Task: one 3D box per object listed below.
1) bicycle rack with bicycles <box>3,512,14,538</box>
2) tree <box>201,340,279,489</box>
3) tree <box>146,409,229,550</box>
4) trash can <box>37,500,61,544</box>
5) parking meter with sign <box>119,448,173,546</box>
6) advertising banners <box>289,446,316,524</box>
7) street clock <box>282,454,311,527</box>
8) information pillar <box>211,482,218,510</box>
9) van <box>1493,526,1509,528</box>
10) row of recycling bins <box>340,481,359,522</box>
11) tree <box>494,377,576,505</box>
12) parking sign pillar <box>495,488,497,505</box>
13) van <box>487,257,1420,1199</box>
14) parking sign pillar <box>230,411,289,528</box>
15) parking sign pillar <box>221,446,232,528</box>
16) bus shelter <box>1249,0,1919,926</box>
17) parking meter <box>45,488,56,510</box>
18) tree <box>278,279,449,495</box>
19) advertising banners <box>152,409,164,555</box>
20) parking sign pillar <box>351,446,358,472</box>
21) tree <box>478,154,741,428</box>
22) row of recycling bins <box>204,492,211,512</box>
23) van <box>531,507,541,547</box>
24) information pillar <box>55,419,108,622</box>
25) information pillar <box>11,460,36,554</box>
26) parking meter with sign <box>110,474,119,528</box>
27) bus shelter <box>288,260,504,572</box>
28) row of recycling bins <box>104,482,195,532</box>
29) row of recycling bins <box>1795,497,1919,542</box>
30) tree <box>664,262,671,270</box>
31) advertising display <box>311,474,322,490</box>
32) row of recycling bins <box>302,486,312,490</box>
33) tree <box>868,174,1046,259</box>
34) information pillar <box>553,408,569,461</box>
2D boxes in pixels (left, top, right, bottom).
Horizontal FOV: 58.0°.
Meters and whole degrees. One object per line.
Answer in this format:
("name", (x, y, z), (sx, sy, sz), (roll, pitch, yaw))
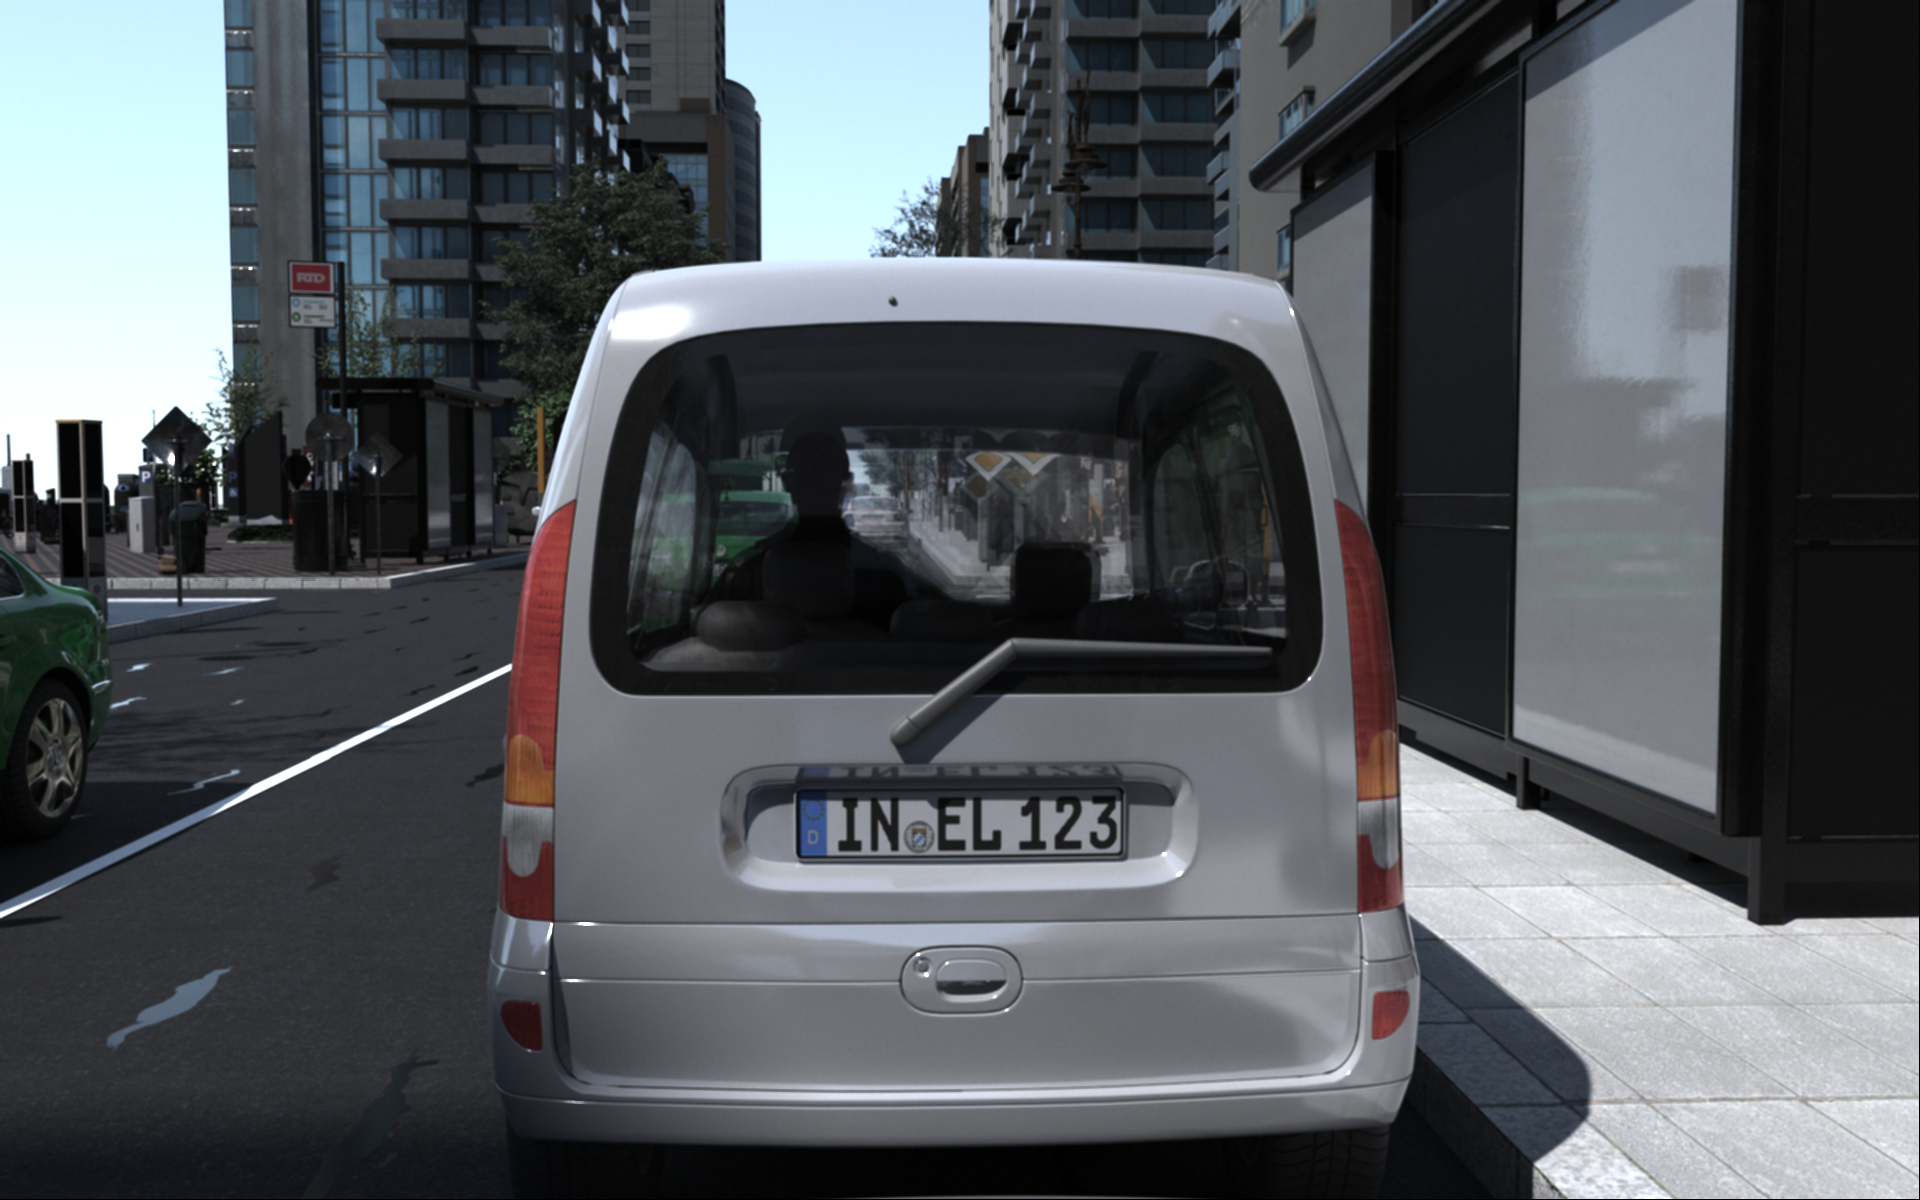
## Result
("bicycle rack with bicycles", (-26.881, -2.302, 51.015), (2.852, 0.926, 2.925), (1, 4, 21))
("tree", (-34.493, -8.132, 83.322), (4.737, 8.622, 4.395), (0, 3, 0))
("tree", (-17.550, -2.763, 39.770), (1.663, 3.219, 1.824), (0, 3, 0))
("trash can", (-23.278, -2.007, 44.464), (0.748, 1.137, 0.748), (0, 3, 0))
("parking meter with sign", (-20.190, -2.878, 43.314), (0.543, 3.016, 1.738), (0, 4, 6))
("advertising banners", (-24.282, -4.068, 62.700), (2.074, 3.025, 0.090), (0, 4, -5))
("street clock", (-12.096, -1.655, 31.635), (0.471, 2.002, 0.358), (-2, 4, -29))
("information pillar", (-43.669, -5.929, 101.438), (0.304, 2.012, 0.304), (0, 4, -2))
("van", (9.298, -1.066, 24.436), (4.112, 2.044, 2.013), (0, 4, -3))
("row of recycling bins", (-19.438, -2.899, 54.508), (1.069, 1.692, 3.534), (-1, 4, -12))
("tree", (-11.033, -3.984, 48.855), (4.285, 4.588, 4.351), (0, 3, 0))
("parking sign pillar", (-24.010, -6.032, 87.091), (1.447, 3.967, 1.447), (0, 4, -8))
("van", (-0.082, 0.139, 4.740), (2.013, 2.044, 4.112), (0, 4, -2))
("parking sign pillar", (-22.566, -4.154, 56.384), (1.447, 3.967, 1.447), (1, 4, 13))
("parking sign pillar", (-27.446, -4.744, 66.029), (1.447, 3.967, 1.447), (0, 4, 1))
("bus shelter", (2.958, -1.936, 9.286), (2.179, 5.291, 8.768), (0, 4, -3))
("parking meter", (-38.552, -3.977, 73.428), (0.372, 1.533, 0.369), (0, 3, 0))
("tree", (-20.169, -6.708, 60.037), (4.737, 8.622, 4.395), (0, 3, 0))
("advertising banners", (-16.985, -2.475, 36.657), (0.090, 3.025, 2.074), (-1, 4, -22))
("parking sign pillar", (-33.312, -6.558, 95.698), (1.447, 3.967, 1.447), (-1, 4, -23))
("tree", (-12.483, -9.637, 64.213), (9.857, 13.997, 8.962), (0, 3, 0))
("row of recycling bins", (-32.652, -3.980, 72.184), (3.534, 1.692, 1.069), (2, 4, 26))
("van", (-5.951, -1.326, 28.690), (2.013, 2.044, 4.112), (0, 4, -2))
("information pillar", (-8.729, -0.779, 17.222), (0.304, 2.012, 0.304), (1, 4, 11))
("information pillar", (-20.240, -2.016, 37.450), (0.304, 2.012, 0.304), (1, 4, 9))
("parking meter with sign", (-31.523, -4.248, 65.713), (1.738, 3.016, 0.543), (1, 4, 8))
("bus shelter", (-10.595, -3.363, 32.612), (2.179, 5.291, 8.768), (0, 4, -3))
("row of recycling bins", (-27.612, -3.131, 58.297), (3.534, 1.692, 1.069), (-1, 4, -9))
("row of recycling bins", (6.842, -0.422, 14.013), (1.069, 1.692, 3.534), (0, 4, 3))
("tree", (-13.539, -10.216, 84.033), (9.611, 12.733, 9.660), (0, 3, 0))
("advertising display", (-21.119, -3.191, 57.383), (0.123, 1.923, 0.974), (1, 4, 16))
("row of recycling bins", (-27.072, -4.040, 73.172), (1.069, 1.692, 3.534), (0, 4, -8))
("tree", (-0.265, -9.559, 66.668), (12.009, 13.543, 11.850), (0, 3, 0))
("information pillar", (-10.561, -3.349, 46.113), (0.504, 3.616, 0.183), (-1, 4, -10))
